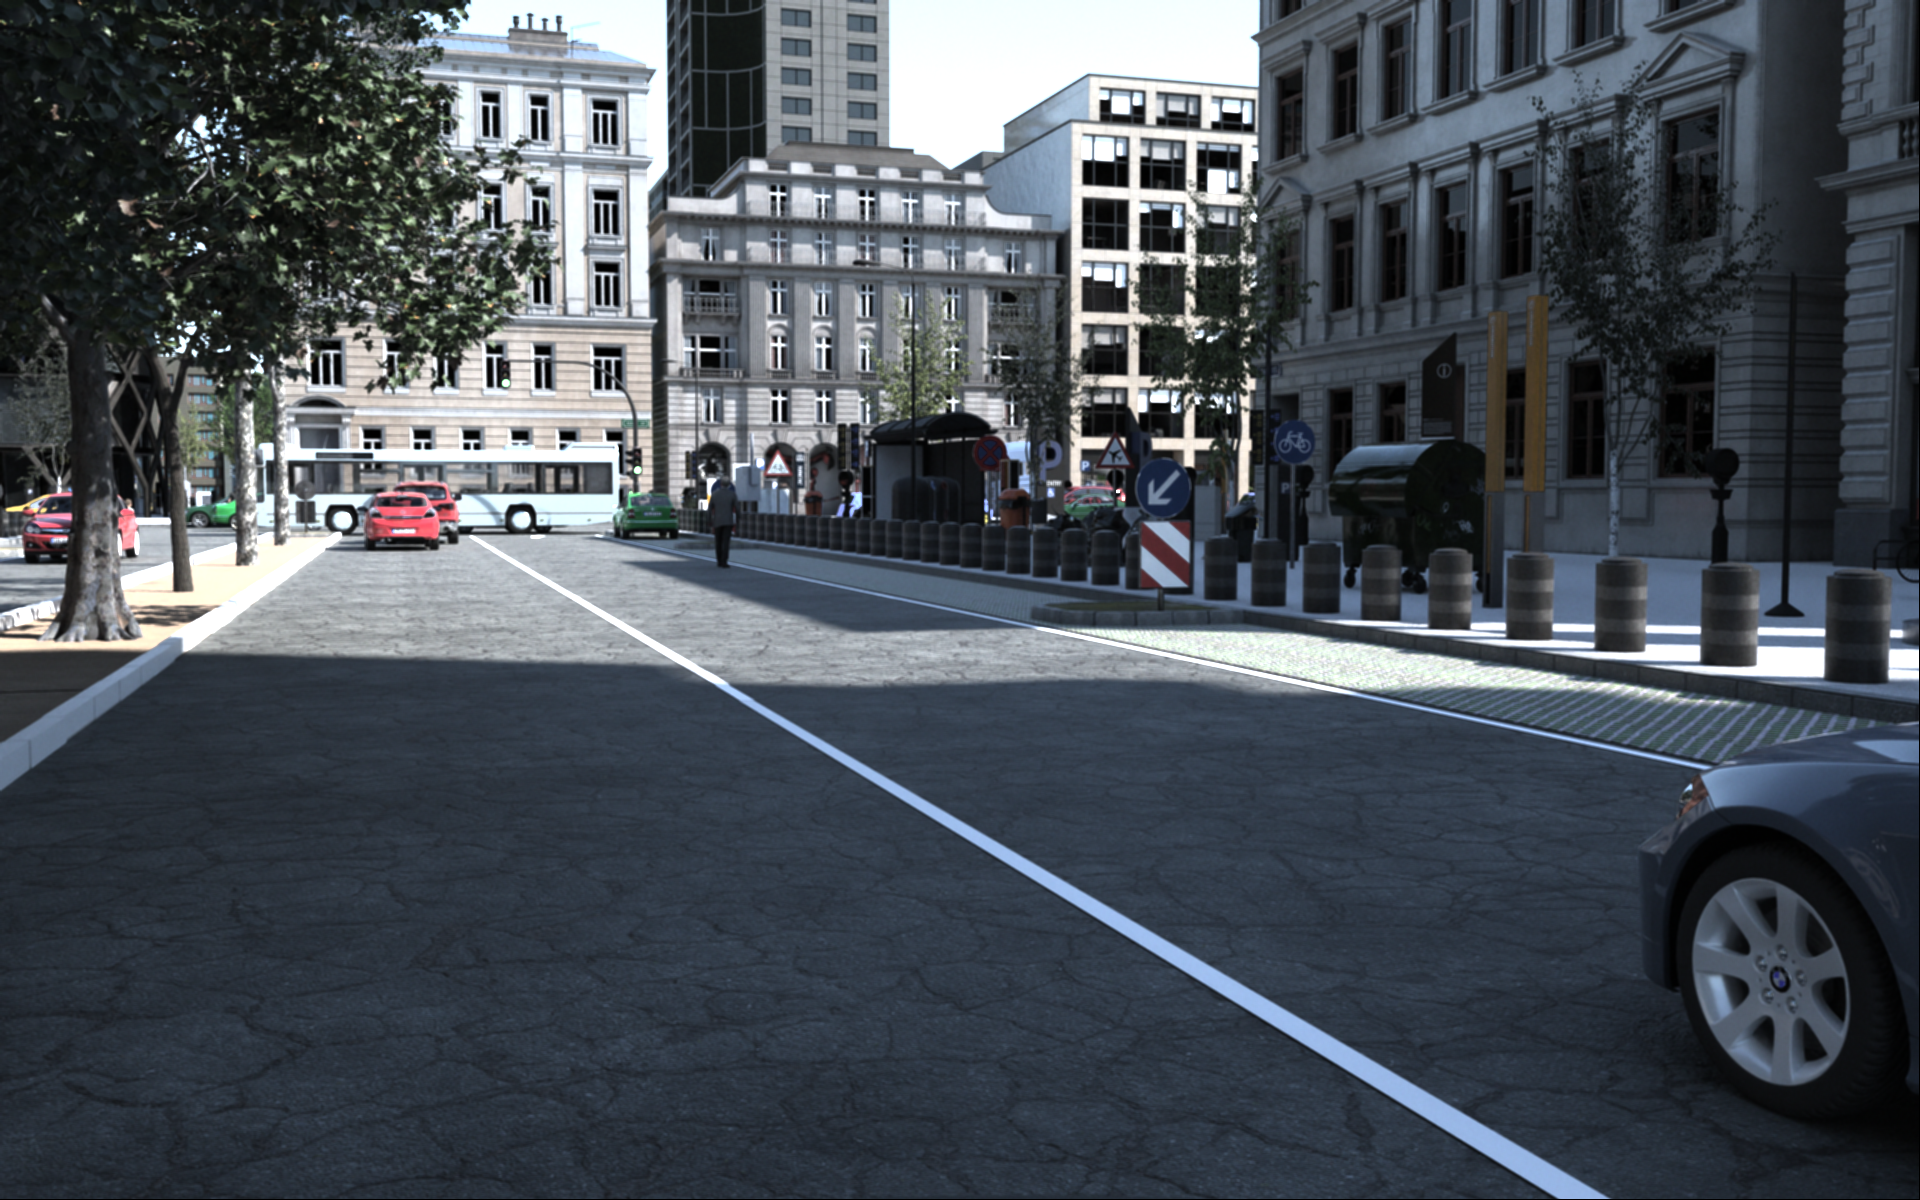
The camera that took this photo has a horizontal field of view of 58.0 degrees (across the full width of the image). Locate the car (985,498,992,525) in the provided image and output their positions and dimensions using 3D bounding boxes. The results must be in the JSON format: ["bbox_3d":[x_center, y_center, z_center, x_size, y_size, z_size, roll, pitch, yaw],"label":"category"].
[{"bbox_3d":[-0.389,-4.281,79.583,3.694,1.707,1.945,-1,4,-18],"label":"car"}]

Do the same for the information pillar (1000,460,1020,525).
[{"bbox_3d":[1.059,-1.988,36.993,0.304,2.012,0.304,-3,5,-40],"label":"information pillar"}]

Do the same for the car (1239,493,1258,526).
[{"bbox_3d":[13.567,-3.939,73.991,3.694,1.707,1.945,-1,4,-19],"label":"car"}]

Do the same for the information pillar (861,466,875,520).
[{"bbox_3d":[-2.378,-2.473,44.930,0.304,2.012,0.304,1,4,12],"label":"information pillar"}]

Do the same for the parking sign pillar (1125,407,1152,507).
[{"bbox_3d":[5.629,-4.036,54.466,1.447,3.967,1.447,2,4,27],"label":"parking sign pillar"}]

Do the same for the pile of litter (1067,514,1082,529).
[{"bbox_3d":[2.653,-1.436,37.445,1.176,0.858,1.719,-1,4,-9],"label":"pile of litter"}]

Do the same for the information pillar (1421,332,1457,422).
[{"bbox_3d":[6.972,-2.072,25.230,0.504,3.616,0.183,2,4,32],"label":"information pillar"}]

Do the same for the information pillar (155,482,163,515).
[{"bbox_3d":[-49.092,-6.219,106.166,0.304,2.012,0.304,0,4,-5],"label":"information pillar"}]

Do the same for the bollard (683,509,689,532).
[{"bbox_3d":[-9.109,-2.707,58.984,0.404,0.777,0.398,0,3,0],"label":"bollard"}]

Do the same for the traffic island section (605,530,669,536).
[{"bbox_3d":[-11.194,-2.309,60.038,2.009,0.180,2.903,-1,4,-18],"label":"traffic island section"}]

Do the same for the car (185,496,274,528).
[{"bbox_3d":[-30.891,-3.813,74.134,4.920,1.459,2.131,-1,4,-17],"label":"car"}]

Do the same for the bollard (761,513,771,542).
[{"bbox_3d":[-5.016,-1.934,46.342,0.404,0.777,0.398,0,3,0],"label":"bollard"}]

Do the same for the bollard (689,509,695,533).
[{"bbox_3d":[-8.737,-2.638,57.841,0.404,0.777,0.398,0,3,0],"label":"bollard"}]

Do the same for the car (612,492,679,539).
[{"bbox_3d":[-10.195,-2.888,56.012,1.959,1.807,4.718,-1,4,-16],"label":"car"}]

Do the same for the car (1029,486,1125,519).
[{"bbox_3d":[5.508,-4.475,81.841,5.304,1.827,2.281,-1,4,-20],"label":"car"}]

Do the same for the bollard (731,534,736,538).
[{"bbox_3d":[-6.498,-2.215,50.933,0.404,0.777,0.398,0,3,0],"label":"bollard"}]

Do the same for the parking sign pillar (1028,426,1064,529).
[{"bbox_3d":[3.158,-4.538,62.674,1.447,3.967,1.447,-3,4,-37],"label":"parking sign pillar"}]

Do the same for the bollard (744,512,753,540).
[{"bbox_3d":[-5.753,-2.074,48.631,0.404,0.777,0.398,0,3,0],"label":"bollard"}]

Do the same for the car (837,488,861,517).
[{"bbox_3d":[-2.920,-3.536,67.408,3.694,1.707,1.945,-1,4,-19],"label":"car"}]

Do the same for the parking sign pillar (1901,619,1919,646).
[{"bbox_3d":[8.814,-1.597,14.580,1.447,3.967,1.447,0,4,7],"label":"parking sign pillar"}]

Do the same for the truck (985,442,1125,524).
[{"bbox_3d":[9.774,-5.925,86.632,18.799,4.110,2.967,-1,4,-17],"label":"truck"}]

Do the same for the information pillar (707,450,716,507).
[{"bbox_3d":[-13.292,-6.205,92.806,0.504,3.616,0.183,-1,4,-23],"label":"information pillar"}]

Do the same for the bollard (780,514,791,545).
[{"bbox_3d":[-4.270,-1.794,44.044,0.404,0.777,0.398,0,3,0],"label":"bollard"}]

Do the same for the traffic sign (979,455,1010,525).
[{"bbox_3d":[0.867,-2.471,40.404,0.884,2.594,0.081,-1,4,-15],"label":"traffic sign"}]

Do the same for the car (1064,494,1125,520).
[{"bbox_3d":[5.611,-4.090,78.675,4.920,1.459,2.131,-1,4,-18],"label":"car"}]

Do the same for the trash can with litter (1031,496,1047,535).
[{"bbox_3d":[2.807,-2.639,54.197,2.233,1.210,1.678,1,4,23],"label":"trash can with litter"}]

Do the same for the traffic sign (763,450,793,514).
[{"bbox_3d":[-5.330,-3.105,50.765,0.884,2.594,0.081,-1,4,-12],"label":"traffic sign"}]

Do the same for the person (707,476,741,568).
[{"bbox_3d":[-4.617,-1.531,33.923,0.661,1.777,0.834,0,4,-4],"label":"person"}]

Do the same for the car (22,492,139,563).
[{"bbox_3d":[-18.954,-1.735,37.413,2.155,1.783,4.494,-1,4,-18],"label":"car"}]

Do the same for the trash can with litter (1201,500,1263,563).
[{"bbox_3d":[5.102,-1.290,32.480,1.055,1.170,0.624,-2,4,-26],"label":"trash can with litter"}]

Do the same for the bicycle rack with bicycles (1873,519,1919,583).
[{"bbox_3d":[14.519,-0.673,24.385,2.925,0.926,2.852,-1,4,-11],"label":"bicycle rack with bicycles"}]

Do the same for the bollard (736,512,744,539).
[{"bbox_3d":[-6.125,-2.144,49.774,0.404,0.777,0.398,0,3,0],"label":"bollard"}]

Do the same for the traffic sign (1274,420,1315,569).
[{"bbox_3d":[5.711,-1.810,29.699,0.768,2.556,0.104,-1,4,-15],"label":"traffic sign"}]

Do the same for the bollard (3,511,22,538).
[{"bbox_3d":[-28.539,-2.282,52.024,0.404,0.777,0.398,0,3,0],"label":"bollard"}]

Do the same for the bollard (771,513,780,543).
[{"bbox_3d":[-4.636,-1.864,45.189,0.404,0.777,0.398,0,3,0],"label":"bollard"}]

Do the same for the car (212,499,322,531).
[{"bbox_3d":[-26.919,-3.636,68.245,4.718,1.807,1.959,-1,4,-19],"label":"car"}]

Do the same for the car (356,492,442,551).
[{"bbox_3d":[-14.690,-2.227,45.449,2.155,1.783,4.494,-1,4,-20],"label":"car"}]

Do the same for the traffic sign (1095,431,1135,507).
[{"bbox_3d":[3.202,-2.196,35.911,0.884,2.594,0.081,-1,4,-16],"label":"traffic sign"}]

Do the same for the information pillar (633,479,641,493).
[{"bbox_3d":[-15.832,-4.916,84.861,0.304,2.012,0.304,0,4,3],"label":"information pillar"}]

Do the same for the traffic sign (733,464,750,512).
[{"bbox_3d":[-7.381,-3.453,58.594,0.606,2.300,0.079,-1,4,-12],"label":"traffic sign"}]

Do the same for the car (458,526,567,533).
[{"bbox_3d":[-17.121,-3.240,64.770,4.920,1.459,2.131,-1,4,-17],"label":"car"}]

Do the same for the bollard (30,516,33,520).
[{"bbox_3d":[-29.286,-2.423,54.337,0.404,0.777,0.398,0,3,0],"label":"bollard"}]

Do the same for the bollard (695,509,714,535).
[{"bbox_3d":[-8.368,-2.568,56.698,0.404,0.777,0.398,0,3,0],"label":"bollard"}]

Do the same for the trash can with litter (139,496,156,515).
[{"bbox_3d":[-50.461,-5.883,107.581,1.055,1.170,0.624,-3,5,-44],"label":"trash can with litter"}]

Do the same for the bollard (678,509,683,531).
[{"bbox_3d":[-9.476,-2.778,60.134,0.404,0.777,0.398,0,3,0],"label":"bollard"}]

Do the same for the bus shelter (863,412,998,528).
[{"bbox_3d":[-0.858,-3.135,45.189,2.014,3.302,5.546,-1,4,-18],"label":"bus shelter"}]

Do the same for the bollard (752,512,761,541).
[{"bbox_3d":[-5.385,-2.004,47.487,0.404,0.777,0.398,0,3,0],"label":"bollard"}]

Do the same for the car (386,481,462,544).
[{"bbox_3d":[-15.870,-2.596,51.111,2.281,1.827,5.304,-1,4,-17],"label":"car"}]

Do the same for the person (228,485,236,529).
[{"bbox_3d":[-30.088,-3.875,71.986,0.598,1.807,0.434,-2,4,-28],"label":"person"}]

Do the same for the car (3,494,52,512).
[{"bbox_3d":[-36.257,-3.595,69.009,3.980,1.641,2.015,-1,4,-18],"label":"car"}]

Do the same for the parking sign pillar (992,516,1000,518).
[{"bbox_3d":[2.300,-6.506,94.846,1.447,3.967,1.447,0,4,-4],"label":"parking sign pillar"}]

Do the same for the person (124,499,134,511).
[{"bbox_3d":[-21.853,-2.004,45.508,0.306,1.304,0.590,-1,4,-13],"label":"person"}]

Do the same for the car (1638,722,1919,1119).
[{"bbox_3d":[3.169,0.559,2.864,2.014,1.417,4.499,-1,4,-19],"label":"car"}]

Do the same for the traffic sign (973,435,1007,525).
[{"bbox_3d":[0.637,-2.290,37.549,0.768,2.556,0.104,-1,4,-15],"label":"traffic sign"}]

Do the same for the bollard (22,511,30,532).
[{"bbox_3d":[-28.903,-2.352,53.169,0.404,0.777,0.398,0,3,0],"label":"bollard"}]
